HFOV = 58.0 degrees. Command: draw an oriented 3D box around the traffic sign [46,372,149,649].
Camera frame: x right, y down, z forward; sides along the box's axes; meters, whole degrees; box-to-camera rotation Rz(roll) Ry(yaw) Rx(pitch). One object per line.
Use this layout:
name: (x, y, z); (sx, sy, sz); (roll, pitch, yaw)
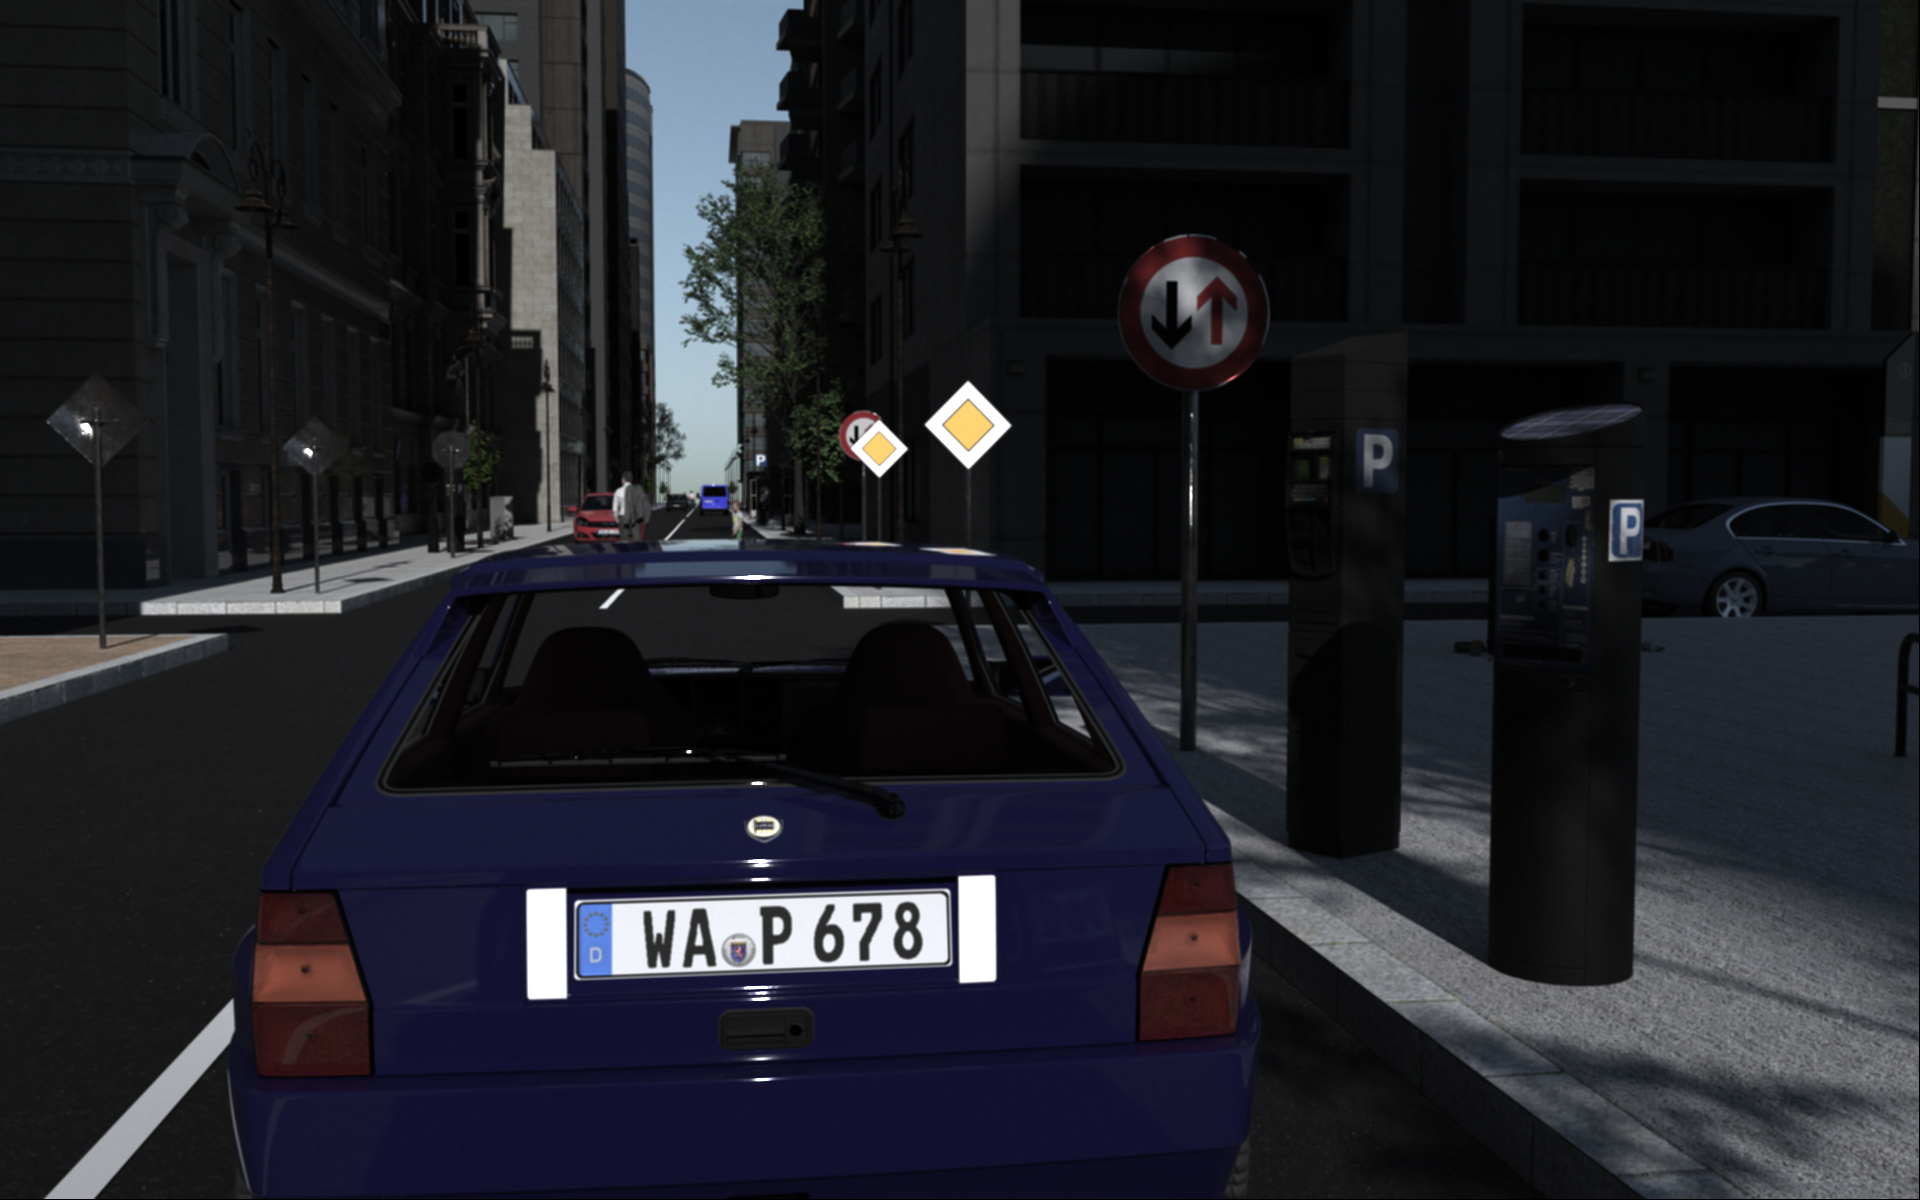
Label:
traffic sign: (-7.103, -0.652, 14.298); (0.795, 2.450, 0.064); (-1, 4, -8)

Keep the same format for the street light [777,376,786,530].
street light: (-6.254, -5.406, 61.170); (0.468, 5.910, 1.993); (-1, 4, -8)

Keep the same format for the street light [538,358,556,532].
street light: (-14.053, -5.277, 59.068); (0.468, 5.910, 1.993); (-1, 4, -8)

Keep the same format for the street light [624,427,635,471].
street light: (-22.324, -8.781, 116.353); (0.468, 5.910, 1.993); (-1, 4, -8)

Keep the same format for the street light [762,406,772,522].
street light: (-8.806, -6.510, 79.223); (0.468, 5.910, 1.993); (-1, 4, -8)

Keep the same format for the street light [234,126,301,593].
street light: (-8.852, -3.027, 22.287); (0.468, 5.910, 1.993); (-1, 4, -8)

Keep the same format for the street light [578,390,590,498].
street light: (-16.718, -6.380, 77.105); (0.468, 5.910, 1.993); (-1, 4, -8)

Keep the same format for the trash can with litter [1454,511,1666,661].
trash can with litter: (4.890, -0.178, 13.961); (2.233, 1.210, 1.678); (-1, 4, -20)

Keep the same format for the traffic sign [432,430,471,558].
traffic sign: (-10.177, -2.114, 34.677); (0.768, 2.556, 0.104); (0, 4, -3)

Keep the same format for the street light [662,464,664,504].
street light: (-34.432, -13.801, 198.432); (0.468, 5.910, 1.993); (-1, 4, -8)

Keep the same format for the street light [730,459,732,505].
street light: (-22.448, -12.247, 173.029); (0.468, 5.910, 1.993); (-1, 4, -8)

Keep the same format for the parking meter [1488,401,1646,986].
parking meter: (1.625, 0.230, 4.648); (0.372, 1.533, 0.369); (0, 3, 0)

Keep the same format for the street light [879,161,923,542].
street light: (-0.840, -3.162, 24.484); (0.468, 5.910, 1.993); (-1, 4, -8)

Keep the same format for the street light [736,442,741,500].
street light: (-17.171, -10.003, 136.330); (0.468, 5.910, 1.993); (-1, 4, -8)

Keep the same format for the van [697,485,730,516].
van: (-16.565, -6.861, 116.557); (2.240, 2.365, 5.245); (-1, 4, -9)

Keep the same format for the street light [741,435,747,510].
street light: (-14.434, -8.864, 117.714); (0.468, 5.910, 1.993); (-1, 4, -8)

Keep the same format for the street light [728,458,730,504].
street light: (-23.986, -12.848, 182.852); (0.468, 5.910, 1.993); (-1, 4, -8)

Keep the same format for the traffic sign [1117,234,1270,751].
traffic sign: (1.143, -0.519, 8.599); (0.768, 2.556, 0.104); (0, 4, -8)

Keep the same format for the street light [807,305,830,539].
street light: (-3.478, -4.265, 42.525); (0.468, 5.910, 1.993); (-1, 4, -8)

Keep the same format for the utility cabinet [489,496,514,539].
utility cabinet: (-13.076, -2.337, 49.376); (0.306, 1.237, 1.020); (-3, 4, -38)

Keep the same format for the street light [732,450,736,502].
street light: (-19.791, -11.106, 154.374); (0.468, 5.910, 1.993); (-1, 4, -8)

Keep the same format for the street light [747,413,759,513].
street light: (-11.810, -7.747, 99.447); (0.468, 5.910, 1.993); (-1, 4, -8)

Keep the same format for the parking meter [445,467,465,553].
parking meter: (-11.035, -1.964, 37.830); (0.255, 1.863, 0.399); (1, 4, 12)

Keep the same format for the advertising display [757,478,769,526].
advertising display: (-8.050, -4.007, 70.727); (0.123, 1.923, 0.974); (1, 4, 16)

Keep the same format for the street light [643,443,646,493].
street light: (-27.923, -11.041, 153.300); (0.468, 5.910, 1.993); (-1, 4, -8)

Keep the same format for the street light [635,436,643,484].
street light: (-25.107, -9.883, 134.373); (0.468, 5.910, 1.993); (-1, 4, -8)

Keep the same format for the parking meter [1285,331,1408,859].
parking meter: (1.381, -0.031, 6.213); (0.399, 1.863, 0.255); (-3, 4, -36)

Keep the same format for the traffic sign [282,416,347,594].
traffic sign: (-8.255, -1.135, 22.200); (0.795, 2.450, 0.064); (-1, 4, -8)

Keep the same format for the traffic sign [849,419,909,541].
traffic sign: (-1.084, -1.197, 23.221); (0.795, 2.450, 0.064); (-1, 4, -8)

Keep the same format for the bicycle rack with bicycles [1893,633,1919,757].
bicycle rack with bicycles: (5.474, 0.356, 7.562); (2.852, 0.926, 2.925); (1, 4, 11)

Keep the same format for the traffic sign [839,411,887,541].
traffic sign: (-1.467, -1.616, 26.534); (0.768, 2.556, 0.104); (0, 4, 1)

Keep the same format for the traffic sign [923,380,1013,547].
traffic sign: (0.068, -0.714, 15.320); (0.795, 2.450, 0.064); (-1, 4, -8)

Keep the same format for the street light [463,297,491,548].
street light: (-11.362, -4.165, 40.884); (0.468, 5.910, 1.993); (-1, 4, -8)

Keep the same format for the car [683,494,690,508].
car: (-29.980, -10.641, 185.785); (2.131, 1.459, 4.920); (0, 4, -7)

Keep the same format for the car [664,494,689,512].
car: (-23.346, -8.129, 142.700); (2.009, 1.686, 4.222); (-1, 4, -9)

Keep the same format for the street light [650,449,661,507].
street light: (-31.716, -12.695, 180.350); (0.468, 5.910, 1.993); (-1, 4, -8)

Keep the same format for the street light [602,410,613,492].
street light: (-19.834, -7.662, 98.055); (0.468, 5.910, 1.993); (-1, 4, -8)

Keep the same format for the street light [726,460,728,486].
street light: (-26.548, -13.952, 200.904); (0.468, 5.910, 1.993); (-1, 4, -8)

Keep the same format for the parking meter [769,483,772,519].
parking meter: (-9.855, -5.088, 88.899); (0.399, 1.863, 0.255); (0, 4, 0)
